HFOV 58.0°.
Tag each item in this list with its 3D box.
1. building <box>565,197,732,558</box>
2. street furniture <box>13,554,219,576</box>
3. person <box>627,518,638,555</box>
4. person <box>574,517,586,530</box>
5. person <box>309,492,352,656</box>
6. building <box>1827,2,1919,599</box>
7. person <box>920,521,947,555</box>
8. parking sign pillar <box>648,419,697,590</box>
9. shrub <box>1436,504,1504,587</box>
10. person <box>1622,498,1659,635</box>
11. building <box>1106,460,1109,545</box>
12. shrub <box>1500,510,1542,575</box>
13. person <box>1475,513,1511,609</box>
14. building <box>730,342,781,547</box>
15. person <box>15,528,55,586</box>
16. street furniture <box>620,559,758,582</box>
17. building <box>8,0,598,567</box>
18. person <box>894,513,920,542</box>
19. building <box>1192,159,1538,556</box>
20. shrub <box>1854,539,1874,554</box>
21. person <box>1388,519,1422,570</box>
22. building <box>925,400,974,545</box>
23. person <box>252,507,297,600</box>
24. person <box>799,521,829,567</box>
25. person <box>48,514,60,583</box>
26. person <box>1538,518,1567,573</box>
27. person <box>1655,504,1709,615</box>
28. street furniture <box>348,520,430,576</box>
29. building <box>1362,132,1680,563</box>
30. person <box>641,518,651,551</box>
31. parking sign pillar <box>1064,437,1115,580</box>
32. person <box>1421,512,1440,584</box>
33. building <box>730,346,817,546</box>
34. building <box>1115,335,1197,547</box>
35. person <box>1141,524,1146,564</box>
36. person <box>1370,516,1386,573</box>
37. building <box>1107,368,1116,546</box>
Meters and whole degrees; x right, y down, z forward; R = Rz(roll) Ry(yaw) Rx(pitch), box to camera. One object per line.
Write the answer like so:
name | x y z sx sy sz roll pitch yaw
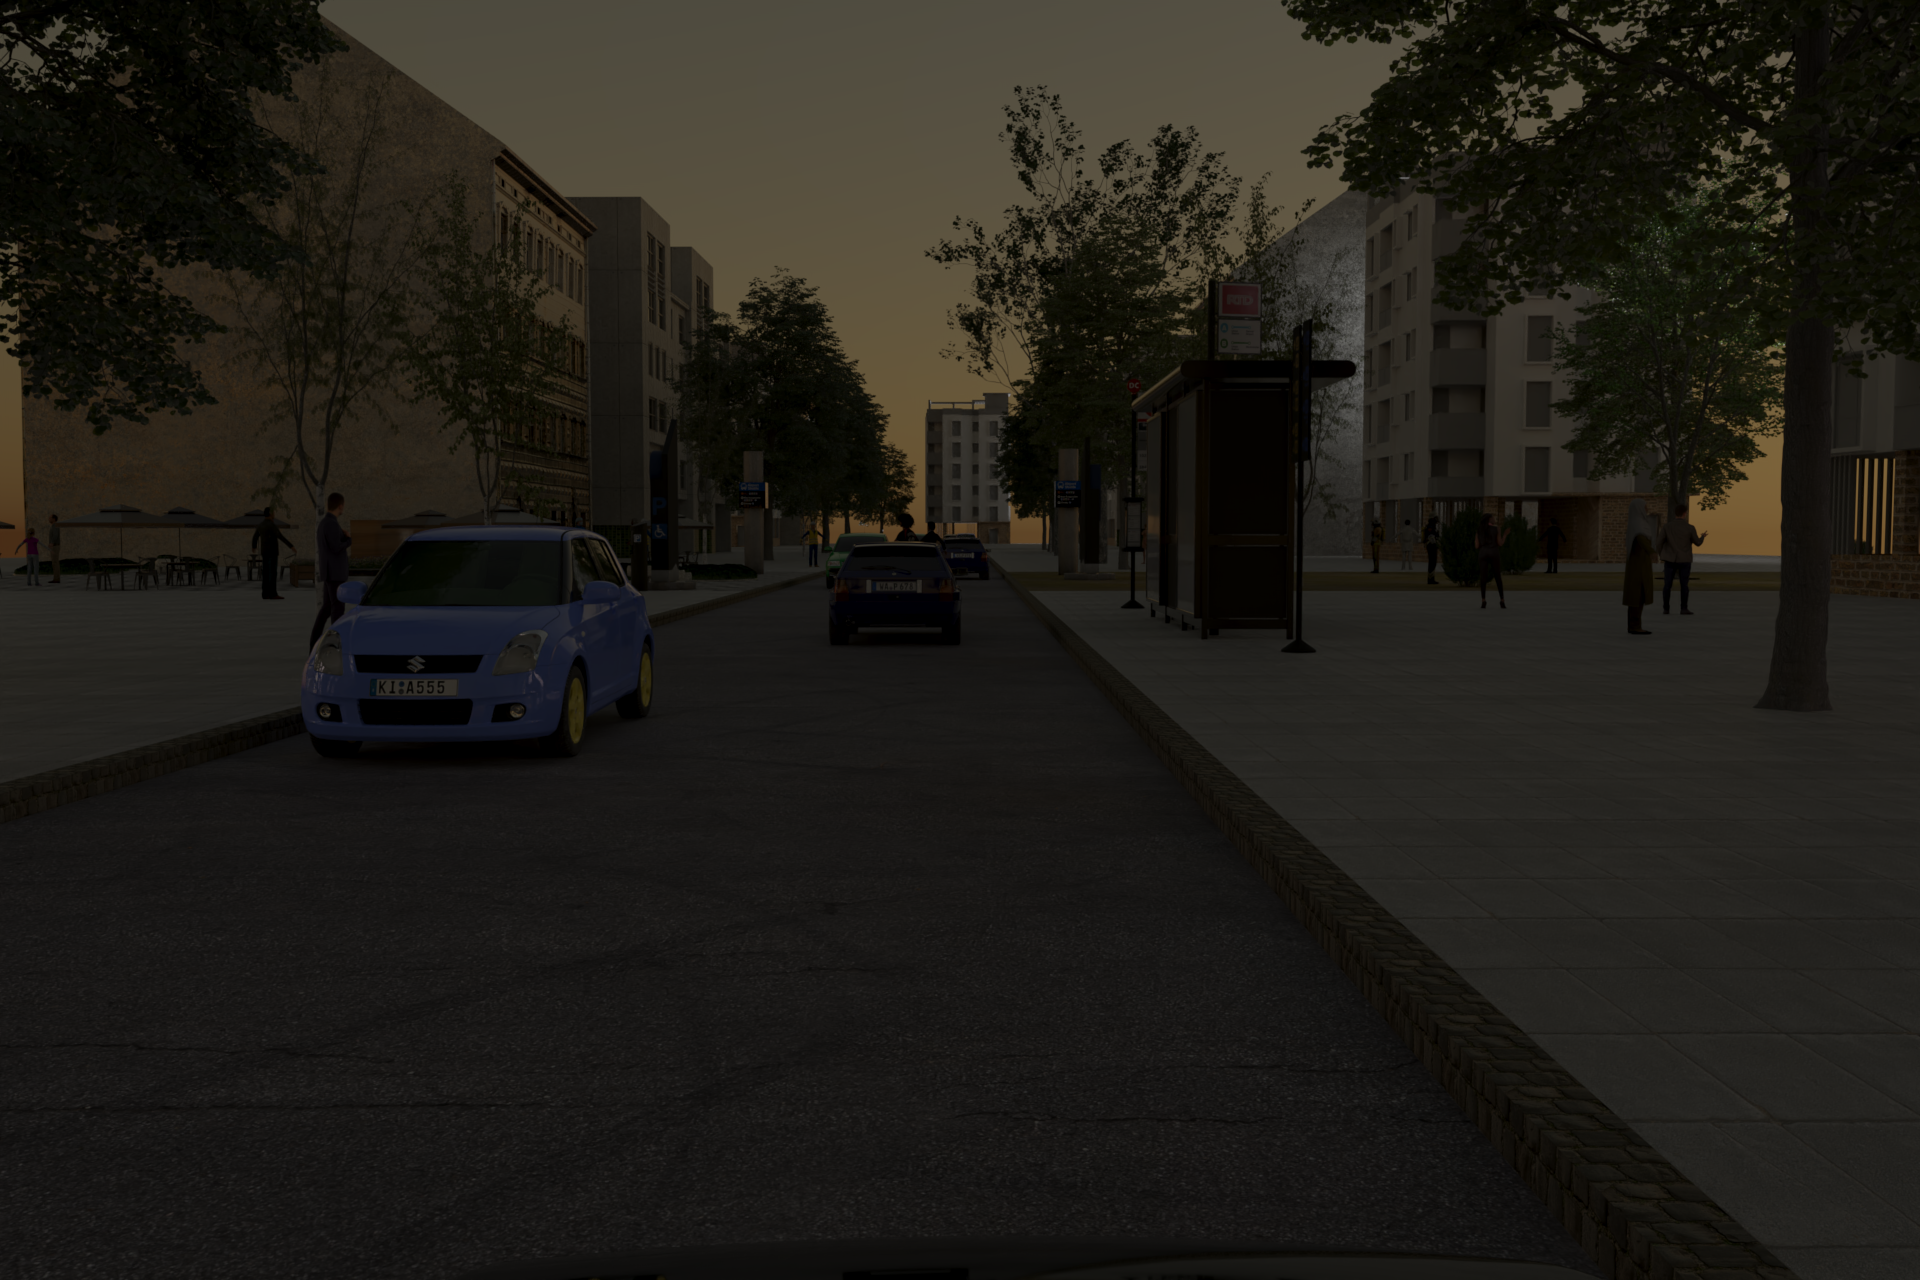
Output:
building | -24.834 -14.708 106.933 16.747 18.905 31.486 0 4 1
street furniture | -28.113 -2.580 57.804 5.734 0.657 10.072 -1 4 -16
person | -10.716 -3.111 56.998 0.705 1.813 1.348 -1 4 -22
person | -12.223 -3.036 55.771 0.704 1.817 1.347 3 4 38
person | -6.472 -0.669 17.906 0.530 1.710 0.541 -1 4 -20
building | 23.650 -10.971 35.796 16.016 20.090 11.380 0 4 0
person | -0.763 -1.999 41.870 1.216 1.740 0.721 -3 5 -43
parking sign pillar | -6.837 -3.155 40.059 1.447 3.967 1.447 0 4 1
shrub | 12.367 -2.296 41.962 1.690 2.028 1.600 0 3 0
person | 8.774 -0.943 22.194 0.721 1.736 1.217 1 4 12
building | 22.316 -21.750 212.036 16.016 20.090 11.380 0 4 0
shrub | 17.373 -3.053 54.335 1.690 2.028 1.600 0 3 0
person | 9.179 -1.368 29.875 0.593 1.643 0.415 -1 4 -17
building | -24.036 -19.272 171.520 16.016 20.090 11.380 0 4 -1
person | -22.861 -2.049 42.764 0.991 1.433 0.599 0 4 2
street furniture | -8.950 -1.913 46.897 5.734 0.657 10.072 1 4 13
building | -27.483 -15.014 76.405 19.493 23.208 18.063 0 4 -1
person | -1.078 -1.514 33.362 0.704 1.843 1.345 2 4 33
building | 25.393 -17.026 109.305 19.493 23.208 18.063 0 4 0
shrub | 25.386 -2.317 49.006 1.383 1.207 1.383 0 3 0
person | 16.116 -3.437 62.383 1.347 1.806 0.705 1 4 19
building | -4.389 -23.040 235.585 11.380 20.090 16.016 0 4 -1
person | -13.530 -1.710 34.017 1.348 1.821 0.705 2 4 33
person | -5.671 -3.718 67.252 1.216 1.772 0.721 -2 4 -25
person | -23.619 -2.376 45.127 0.705 1.796 1.348 -2 4 -28
person | 19.298 -3.075 56.460 1.347 1.806 0.705 -2 4 -24
person | 11.561 -1.294 27.732 0.617 1.759 0.750 3 5 44
street furniture | -18.099 -2.971 55.429 9.812 1.723 11.010 0 4 -6
building | 25.940 -14.167 88.046 16.016 20.090 11.380 0 4 0
person | -11.148 -3.381 61.254 1.349 1.833 0.705 3 5 44
parking sign pillar | 3.655 -3.686 48.732 1.447 3.967 1.447 0 4 -1
person | 12.107 -2.353 44.256 0.705 1.856 1.354 1 4 18
building | -26.761 -22.594 200.339 19.493 23.208 18.063 0 4 1
building | 24.380 -18.087 162.184 16.747 18.905 31.486 0 3 0
person | 7.953 -4.140 74.493 1.217 1.733 0.721 -2 4 -34
person | 13.626 -3.124 56.845 0.705 1.858 1.354 1 4 15
building | 21.741 -20.709 195.013 16.016 20.090 11.380 0 4 0
